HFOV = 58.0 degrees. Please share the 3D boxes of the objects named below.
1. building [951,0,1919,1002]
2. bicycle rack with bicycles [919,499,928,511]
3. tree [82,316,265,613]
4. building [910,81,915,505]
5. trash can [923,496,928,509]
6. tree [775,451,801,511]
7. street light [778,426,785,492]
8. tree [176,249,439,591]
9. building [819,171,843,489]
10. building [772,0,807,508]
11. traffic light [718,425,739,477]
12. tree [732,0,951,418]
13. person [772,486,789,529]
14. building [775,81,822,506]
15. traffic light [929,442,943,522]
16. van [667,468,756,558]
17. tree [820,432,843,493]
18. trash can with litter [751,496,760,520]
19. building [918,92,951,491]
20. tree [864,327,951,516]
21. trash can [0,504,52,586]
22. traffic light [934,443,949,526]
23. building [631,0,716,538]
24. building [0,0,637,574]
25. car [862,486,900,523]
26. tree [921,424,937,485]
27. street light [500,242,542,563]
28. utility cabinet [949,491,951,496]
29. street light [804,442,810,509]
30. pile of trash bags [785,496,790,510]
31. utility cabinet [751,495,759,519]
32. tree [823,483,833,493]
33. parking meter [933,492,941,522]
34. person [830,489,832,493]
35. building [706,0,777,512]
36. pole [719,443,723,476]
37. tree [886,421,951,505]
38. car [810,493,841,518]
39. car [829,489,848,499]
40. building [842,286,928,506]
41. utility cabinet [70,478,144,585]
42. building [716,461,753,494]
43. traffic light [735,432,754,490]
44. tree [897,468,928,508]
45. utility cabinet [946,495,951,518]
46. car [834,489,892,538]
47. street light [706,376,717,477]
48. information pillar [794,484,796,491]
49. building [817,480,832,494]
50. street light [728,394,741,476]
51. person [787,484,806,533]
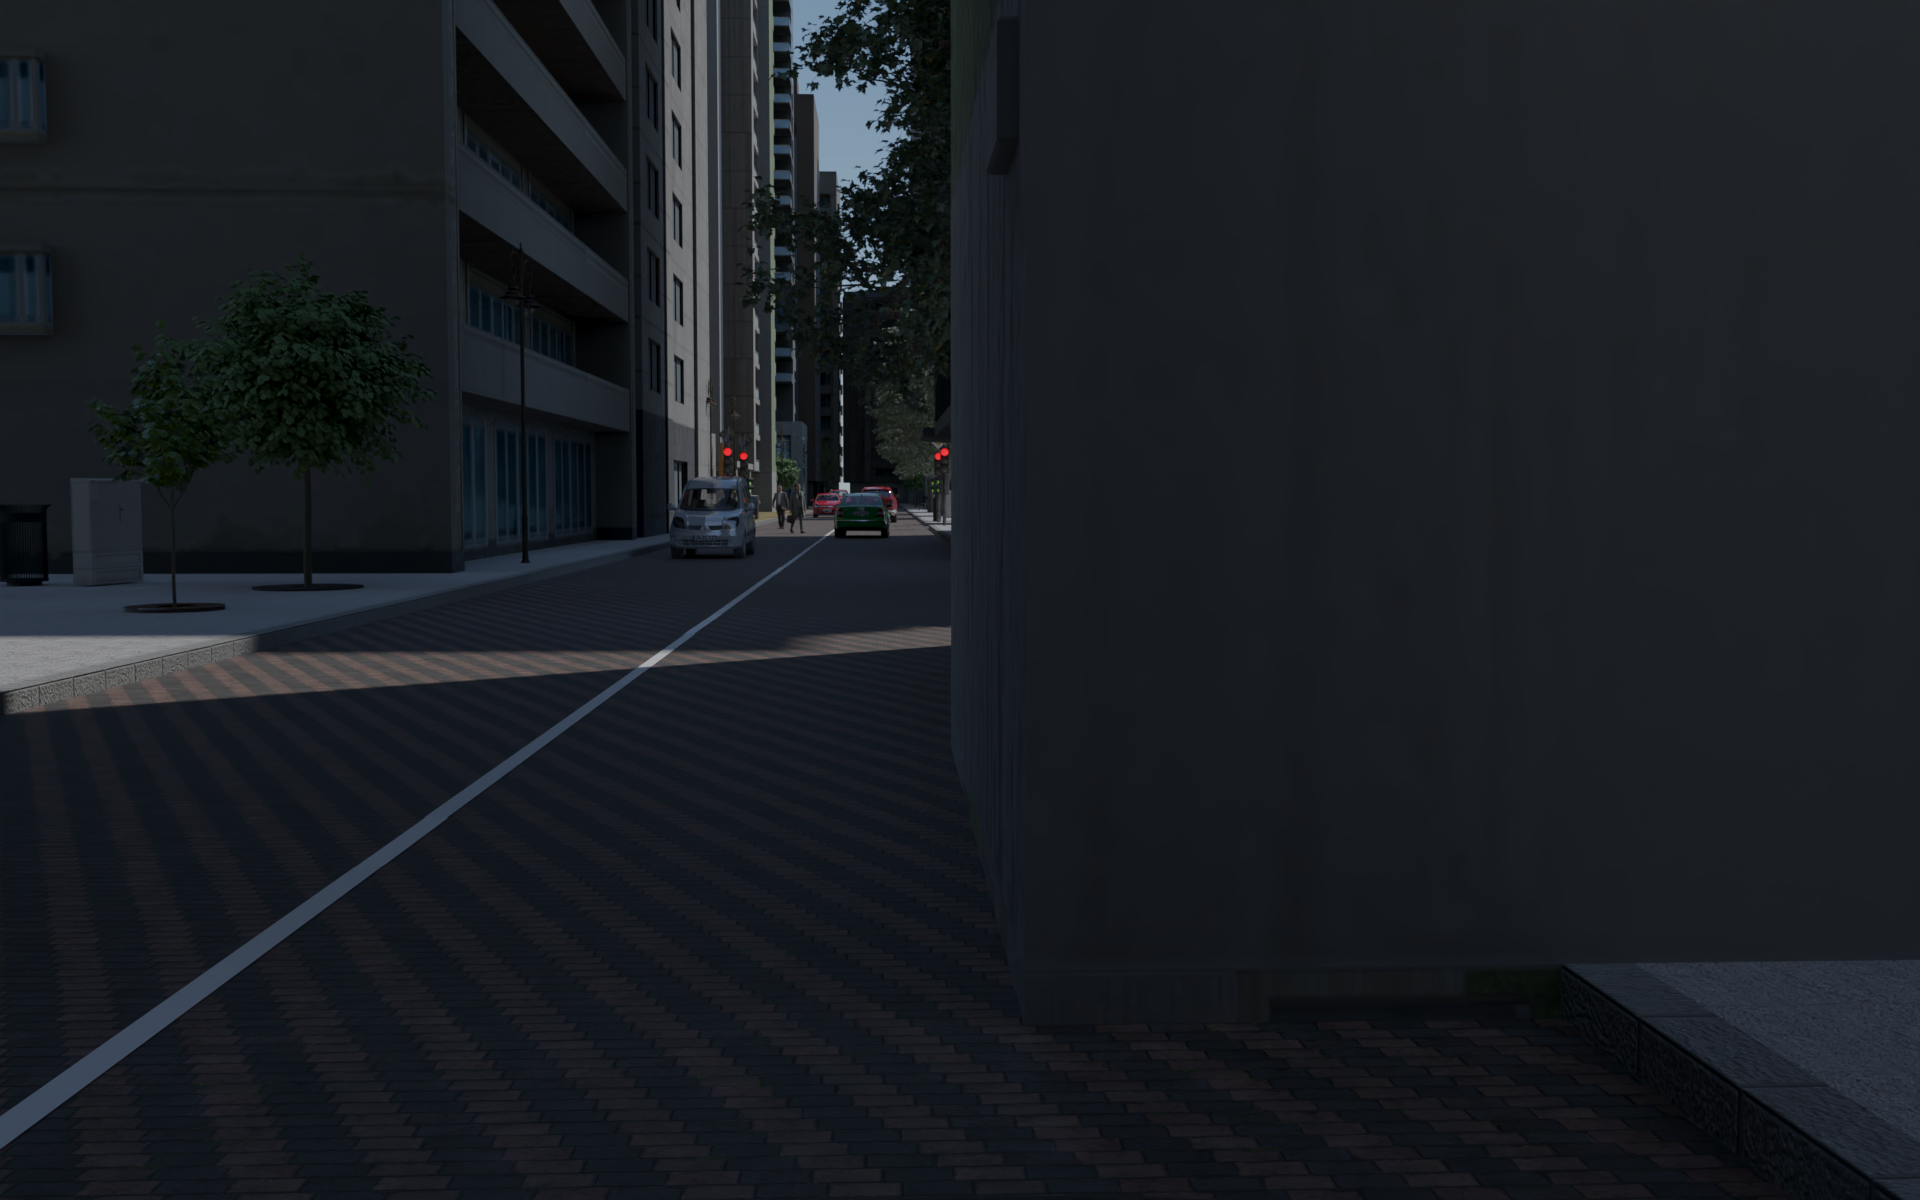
[{"bbox_3d":[6.886,-19.997,10.539,14.154,41.232,14.086,0,4,-2],"label":"building"},{"bbox_3d":[-1.785,-6.995,127.749,2.852,0.926,2.925,-2,4,-28],"label":"bicycle rack with bicycles"},{"bbox_3d":[-8.817,-1.496,19.060,1.663,3.219,1.824,0,3,0],"label":"tree"},{"bbox_3d":[4.362,-41.167,215.080,21.231,58.520,28.212,0,4,-2],"label":"building"},{"bbox_3d":[-2.828,-8.227,146.170,0.748,1.137,0.748,0,3,0],"label":"trash can"},{"bbox_3d":[-13.798,-9.070,132.001,4.285,4.588,4.351,0,3,0],"label":"tree"},{"bbox_3d":[-11.807,-8.695,114.950,0.468,5.910,1.993,0,4,-2],"label":"street light"},{"bbox_3d":[-8.790,-2.424,23.346,4.285,4.588,4.351,0,3,0],"label":"tree"},{"bbox_3d":[-27.720,-38.088,246.437,21.600,48.544,21.300,0,4,-2],"label":"building"},{"bbox_3d":[-25.825,-52.207,166.262,22.319,86.520,31.000,0,4,-2],"label":"building"},{"bbox_3d":[-9.355,-4.964,70.082,0.839,4.253,0.868,0,4,-2],"label":"traffic light"},{"bbox_3d":[1.949,-6.623,25.292,9.611,12.733,9.660,0,3,0],"label":"tree"},{"bbox_3d":[-7.337,-3.780,70.709,0.661,1.777,0.834,0,4,-3],"label":"person"},{"bbox_3d":[-22.579,-33.035,190.240,14.600,45.320,14.200,0,4,-2],"label":"building"},{"bbox_3d":[-1.001,-5.476,78.453,0.839,4.253,0.868,0,4,-2],"label":"traffic light"},{"bbox_3d":[-5.674,-2.016,39.979,2.013,2.044,4.112,0,4,-2],"label":"van"},{"bbox_3d":[-15.684,-15.392,202.021,4.737,8.622,4.395,0,3,0],"label":"tree"},{"bbox_3d":[-10.326,-4.600,86.595,0.624,1.170,1.055,0,4,-1],"label":"trash can with litter"},{"bbox_3d":[10.354,-35.666,172.377,28.713,52.752,27.495,0,4,-2],"label":"building"},{"bbox_3d":[-1.984,-13.166,121.922,9.857,13.997,8.962,0,3,0],"label":"tree"},{"bbox_3d":[-13.112,-0.770,24.242,0.748,1.137,0.748,0,3,0],"label":"trash can"},{"bbox_3d":[-0.652,-4.988,70.476,0.839,4.253,0.868,0,4,-2],"label":"traffic light"},{"bbox_3d":[-19.868,-37.927,58.364,20.611,71.187,20.563,0,4,-2],"label":"building"},{"bbox_3d":[-19.313,-25.250,36.541,21.300,48.544,21.600,0,4,-2],"label":"building"},{"bbox_3d":[-4.217,-4.863,88.187,2.281,1.827,5.304,0,4,-2],"label":"car"},{"bbox_3d":[-1.902,-11.041,130.887,4.737,8.622,4.395,0,3,0],"label":"tree"},{"bbox_3d":[-8.083,-3.624,32.037,0.468,5.910,1.993,0,4,-2],"label":"street light"},{"bbox_3d":[-0.288,-6.561,115.958,1.173,1.500,0.318,2,4,23],"label":"utility cabinet"},{"bbox_3d":[-13.344,-10.929,151.483,0.468,5.910,1.993,0,4,-2],"label":"street light"},{"bbox_3d":[-14.288,-7.918,139.209,1.912,1.369,3.447,2,4,26],"label":"pile of trash bags"},{"bbox_3d":[-10.830,-4.744,88.720,1.020,1.237,0.306,-2,4,-29],"label":"utility cabinet"},{"bbox_3d":[-17.727,-14.435,230.605,1.663,3.219,1.824,0,3,0],"label":"tree"},{"bbox_3d":[-1.078,-4.436,80.935,0.372,1.533,0.369,0,3,0],"label":"parking meter"},{"bbox_3d":[-9.236,-7.082,124.690,0.834,1.777,0.661,-1,4,-23],"label":"person"},{"bbox_3d":[-20.428,-26.764,121.192,14.154,41.232,14.086,0,4,-2],"label":"building"},{"bbox_3d":[-9.466,-4.574,68.630,0.158,3.312,0.155,0,3,0],"label":"pole"},{"bbox_3d":[-3.410,-14.173,149.853,7.486,12.596,7.792,0,3,0],"label":"tree"},{"bbox_3d":[-8.094,-5.948,106.294,2.155,1.783,4.494,0,4,-3],"label":"car"},{"bbox_3d":[-9.806,-8.011,139.660,2.281,1.827,5.304,0,4,-4],"label":"car"},{"bbox_3d":[-9.540,-28.885,243.976,14.107,30.474,14.160,0,4,-2],"label":"building"},{"bbox_3d":[-12.049,-0.968,24.509,0.318,1.500,1.173,0,4,7],"label":"utility cabinet"},{"bbox_3d":[-27.927,-24.587,93.882,32.217,40.220,23.993,0,4,-2],"label":"building"},{"bbox_3d":[-9.703,-5.452,78.059,0.839,4.253,0.868,0,4,-2],"label":"traffic light"},{"bbox_3d":[-4.082,-10.617,157.308,4.285,4.588,4.351,0,3,0],"label":"tree"},{"bbox_3d":[-0.570,-5.026,93.343,0.306,1.237,1.020,0,4,3],"label":"utility cabinet"},{"bbox_3d":[-3.269,-3.029,58.328,1.959,1.807,4.718,0,4,-1],"label":"car"},{"bbox_3d":[-9.808,-5.837,68.227,0.468,5.910,1.993,0,4,-2],"label":"street light"},{"bbox_3d":[-11.559,-7.207,122.326,0.304,2.012,0.304,1,4,8],"label":"information pillar"},{"bbox_3d":[-30.877,-34.377,216.694,28.867,44.769,22.147,0,4,-2],"label":"building"},{"bbox_3d":[-10.193,-6.452,78.282,0.468,5.910,1.993,0,4,-2],"label":"street light"},{"bbox_3d":[-5.926,-3.336,63.150,0.694,1.812,0.767,-2,4,-31],"label":"person"}]
